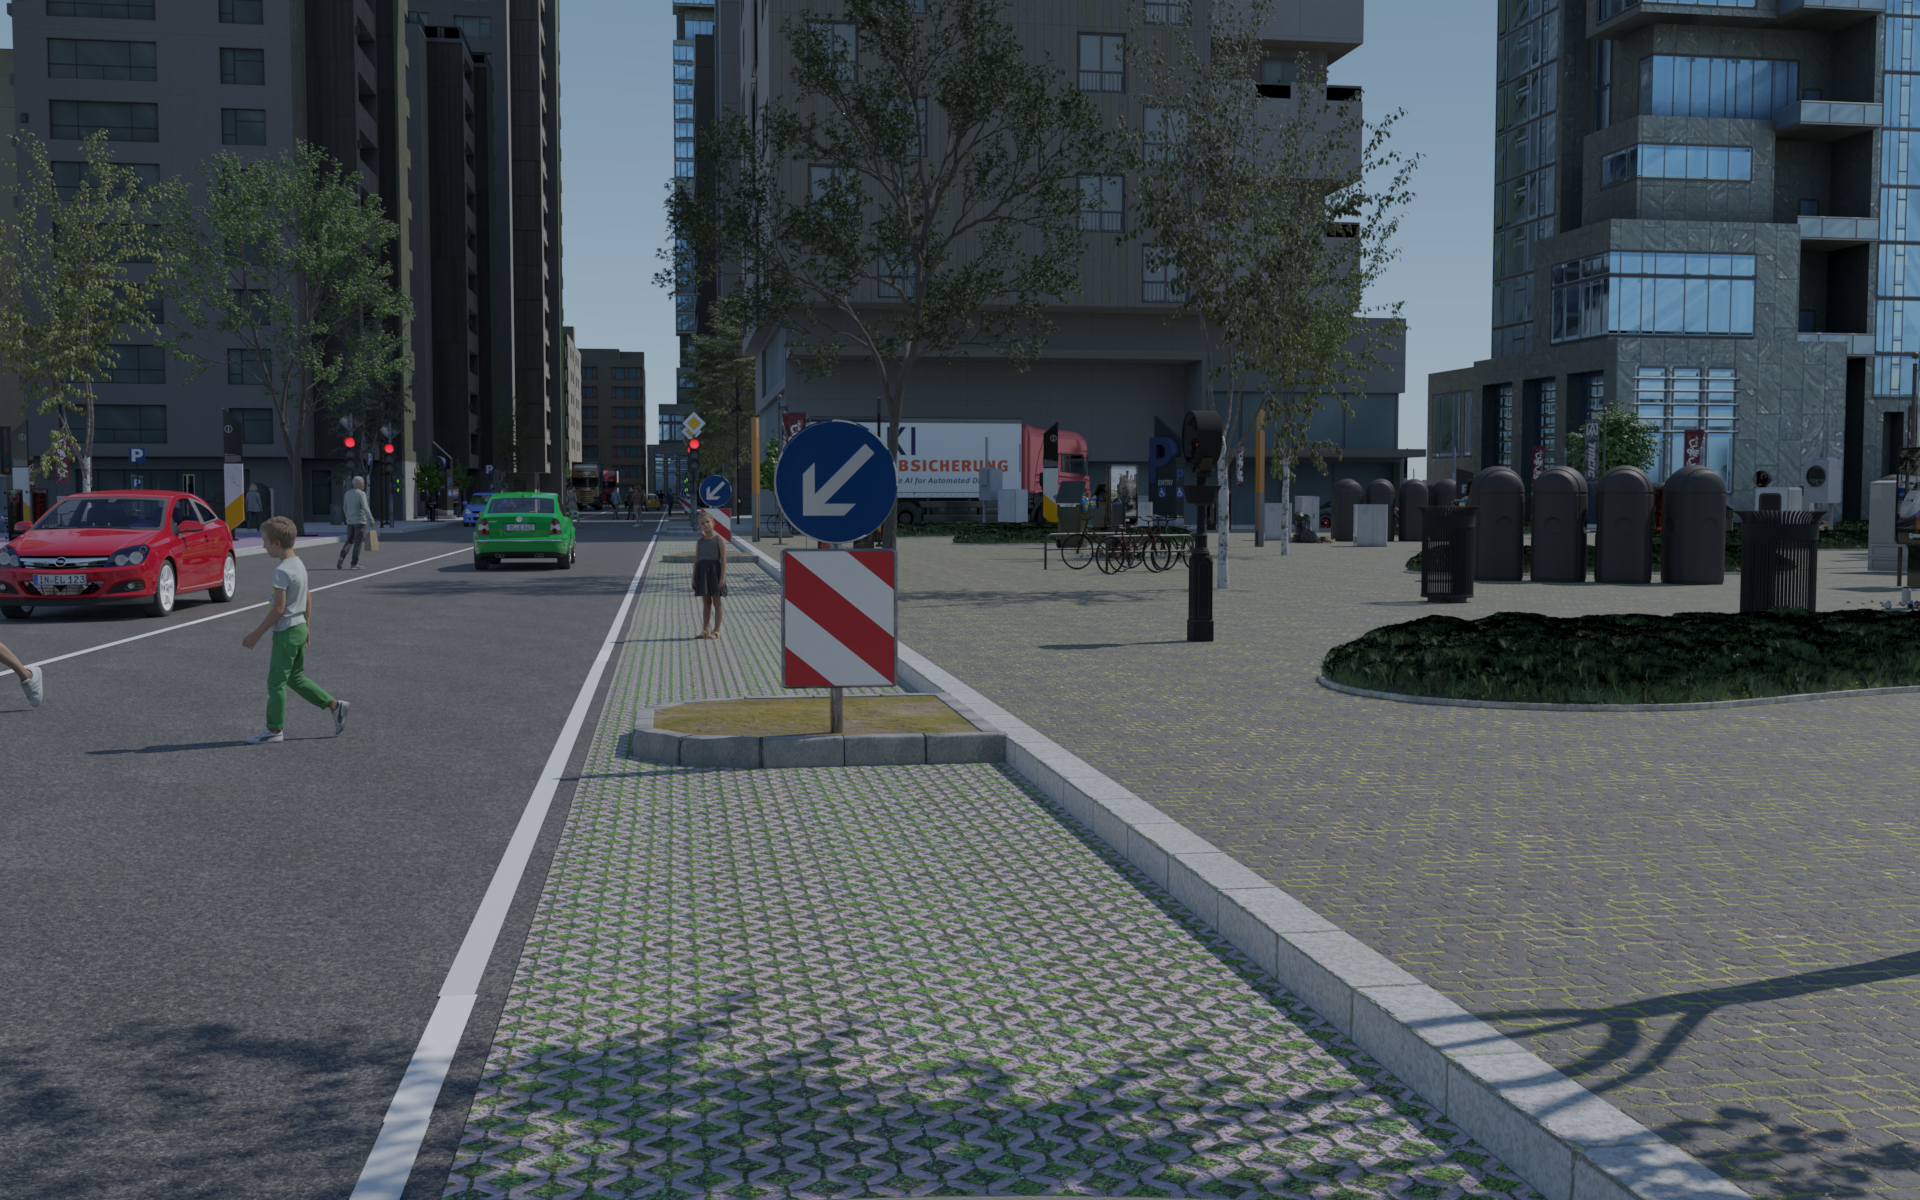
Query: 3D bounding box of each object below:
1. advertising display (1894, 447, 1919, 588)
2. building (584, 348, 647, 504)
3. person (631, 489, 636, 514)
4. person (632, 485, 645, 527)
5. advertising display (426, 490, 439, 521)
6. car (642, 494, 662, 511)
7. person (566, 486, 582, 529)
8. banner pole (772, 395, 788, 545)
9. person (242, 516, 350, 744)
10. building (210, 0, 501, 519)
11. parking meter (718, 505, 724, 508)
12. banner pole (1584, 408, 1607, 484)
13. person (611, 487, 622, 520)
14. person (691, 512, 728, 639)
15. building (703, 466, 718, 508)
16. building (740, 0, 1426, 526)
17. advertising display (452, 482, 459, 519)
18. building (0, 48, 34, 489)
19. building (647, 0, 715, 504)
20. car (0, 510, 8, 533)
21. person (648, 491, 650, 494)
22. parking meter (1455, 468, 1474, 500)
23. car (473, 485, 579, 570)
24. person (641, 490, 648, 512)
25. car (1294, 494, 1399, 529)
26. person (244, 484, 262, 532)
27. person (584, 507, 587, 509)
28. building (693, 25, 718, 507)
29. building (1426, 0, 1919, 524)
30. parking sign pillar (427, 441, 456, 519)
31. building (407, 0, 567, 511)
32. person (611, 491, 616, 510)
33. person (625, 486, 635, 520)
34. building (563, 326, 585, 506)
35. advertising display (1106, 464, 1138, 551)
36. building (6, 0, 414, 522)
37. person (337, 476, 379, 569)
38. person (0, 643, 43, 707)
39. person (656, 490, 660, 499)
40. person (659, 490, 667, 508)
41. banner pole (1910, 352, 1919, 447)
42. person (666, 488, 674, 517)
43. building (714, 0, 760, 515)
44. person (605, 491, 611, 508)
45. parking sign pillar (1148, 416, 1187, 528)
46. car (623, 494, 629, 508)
[{"bbox_3d":[13.105,-1.126,23.617,0.123,1.923,0.974,0,4,-5],"label":"advertising display"},{"bbox_3d":[-57.198,-23.775,233.760,28.899,21.520,27.650,-1,4,-9],"label":"building"},{"bbox_3d":[-22.867,-6.886,121.434,0.599,1.781,0.374,2,4,34],"label":"person"},{"bbox_3d":[-14.156,-4.144,76.227,0.573,1.828,0.580,0,4,-3],"label":"person"},{"bbox_3d":[-25.013,-4.702,82.095,0.974,1.923,0.123,3,5,45],"label":"advertising display"},{"bbox_3d":[-27.001,-8.598,150.798,2.015,1.641,3.980,0,4,-8],"label":"car"},{"bbox_3d":[-15.974,-3.845,71.704,0.599,1.781,0.374,1,4,18],"label":"person"},{"bbox_3d":[-4.446,-3.270,43.481,0.401,3.779,0.863,-2,4,-26],"label":"banner pole"},{"bbox_3d":[-3.848,0.166,10.035,0.590,1.304,0.306,-2,4,-27],"label":"person"},{"bbox_3d":[-36.524,-20.515,107.120,14.160,30.474,14.107,-1,4,-9],"label":"building"},{"bbox_3d":[-11.488,-4.742,83.243,0.255,1.863,0.399,0,4,-3],"label":"parking meter"},{"bbox_3d":[18.677,-3.720,50.835,0.401,3.779,0.863,-3,4,-39],"label":"banner pole"},{"bbox_3d":[-19.317,-5.424,97.037,0.748,1.841,0.638,-3,5,-44],"label":"person"},{"bbox_3d":[-2.462,-0.235,17.018,0.362,1.253,0.373,2,4,27],"label":"person"},{"bbox_3d":[-12.951,-43.923,156.385,20.563,71.187,20.611,-1,4,-9],"label":"building"},{"bbox_3d":[3.357,-30.031,80.241,27.495,52.752,28.713,-1,4,-9],"label":"building"},{"bbox_3d":[-26.723,-5.227,90.682,0.974,1.923,0.123,-1,4,-14],"label":"advertising display"},{"bbox_3d":[-105.551,-34.818,192.979,21.600,48.544,21.300,-1,4,-9],"label":"building"},{"bbox_3d":[-27.005,-56.424,235.198,31.000,86.520,22.319,-1,4,-9],"label":"building"},{"bbox_3d":[-34.253,-2.849,58.589,4.499,1.417,2.014,-1,4,-11],"label":"car"},{"bbox_3d":[-38.746,-12.678,215.918,0.705,1.807,1.348,-2,4,-29],"label":"person"},{"bbox_3d":[11.449,-2.053,39.274,0.399,1.863,0.255,1,4,8],"label":"parking meter"},{"bbox_3d":[-8.550,-1.554,34.207,1.959,1.807,4.718,-1,4,-10],"label":"car"},{"bbox_3d":[-25.535,-8.022,140.063,0.834,1.777,0.661,0,4,4],"label":"person"},{"bbox_3d":[15.137,-3.529,67.486,4.222,1.686,2.009,-1,4,-8],"label":"car"},{"bbox_3d":[-24.774,-3.173,60.560,0.709,1.800,0.728,1,4,9],"label":"person"},{"bbox_3d":[-36.861,-9.843,169.874,0.683,1.767,0.568,2,4,33],"label":"person"},{"bbox_3d":[-16.408,-33.912,178.162,21.300,48.544,21.600,-1,4,-9],"label":"building"},{"bbox_3d":[40.538,-47.094,82.666,31.000,86.520,22.319,-1,4,-9],"label":"building"},{"bbox_3d":[-26.489,-6.109,88.354,1.447,3.967,1.447,2,4,30],"label":"parking sign pillar"},{"bbox_3d":[-37.505,-27.325,130.353,14.154,41.232,14.086,-1,4,-9],"label":"building"},{"bbox_3d":[-31.579,-9.085,157.777,0.721,1.736,1.217,0,4,7],"label":"person"},{"bbox_3d":[-18.251,-5.393,96.036,0.648,1.900,0.474,3,5,42],"label":"person"},{"bbox_3d":[-58.793,-21.599,198.190,28.899,21.520,27.650,-1,4,-9],"label":"building"},{"bbox_3d":[3.545,-1.997,37.871,0.123,1.923,0.974,3,5,44],"label":"advertising display"},{"bbox_3d":[-33.560,-18.840,79.737,14.160,30.474,14.107,-1,4,-9],"label":"building"},{"bbox_3d":[-11.449,-1.465,32.941,0.782,1.767,0.515,2,4,27],"label":"person"},{"bbox_3d":[-6.374,-0.119,11.188,0.466,1.731,0.760,2,4,31],"label":"person"},{"bbox_3d":[-29.737,-9.876,170.074,0.705,1.812,1.348,-2,4,-29],"label":"person"},{"bbox_3d":[-30.464,-10.298,176.500,1.348,1.869,0.705,0,4,6],"label":"person"},{"bbox_3d":[17.003,-2.492,30.765,0.863,3.779,0.401,-3,5,-41],"label":"banner pole"},{"bbox_3d":[-18.348,-6.168,109.532,0.419,1.800,0.721,1,4,17],"label":"person"},{"bbox_3d":[-6.411,-35.369,120.282,21.231,58.520,28.212,-1,4,-9],"label":"building"},{"bbox_3d":[-36.555,-10.462,180.005,0.683,1.767,0.568,0,4,1],"label":"person"},{"bbox_3d":[7.037,-4.319,59.092,1.447,3.967,1.447,-3,5,-39],"label":"parking sign pillar"},{"bbox_3d":[-33.510,-10.254,177.438,2.009,1.686,4.222,-1,4,-11],"label":"car"}]
